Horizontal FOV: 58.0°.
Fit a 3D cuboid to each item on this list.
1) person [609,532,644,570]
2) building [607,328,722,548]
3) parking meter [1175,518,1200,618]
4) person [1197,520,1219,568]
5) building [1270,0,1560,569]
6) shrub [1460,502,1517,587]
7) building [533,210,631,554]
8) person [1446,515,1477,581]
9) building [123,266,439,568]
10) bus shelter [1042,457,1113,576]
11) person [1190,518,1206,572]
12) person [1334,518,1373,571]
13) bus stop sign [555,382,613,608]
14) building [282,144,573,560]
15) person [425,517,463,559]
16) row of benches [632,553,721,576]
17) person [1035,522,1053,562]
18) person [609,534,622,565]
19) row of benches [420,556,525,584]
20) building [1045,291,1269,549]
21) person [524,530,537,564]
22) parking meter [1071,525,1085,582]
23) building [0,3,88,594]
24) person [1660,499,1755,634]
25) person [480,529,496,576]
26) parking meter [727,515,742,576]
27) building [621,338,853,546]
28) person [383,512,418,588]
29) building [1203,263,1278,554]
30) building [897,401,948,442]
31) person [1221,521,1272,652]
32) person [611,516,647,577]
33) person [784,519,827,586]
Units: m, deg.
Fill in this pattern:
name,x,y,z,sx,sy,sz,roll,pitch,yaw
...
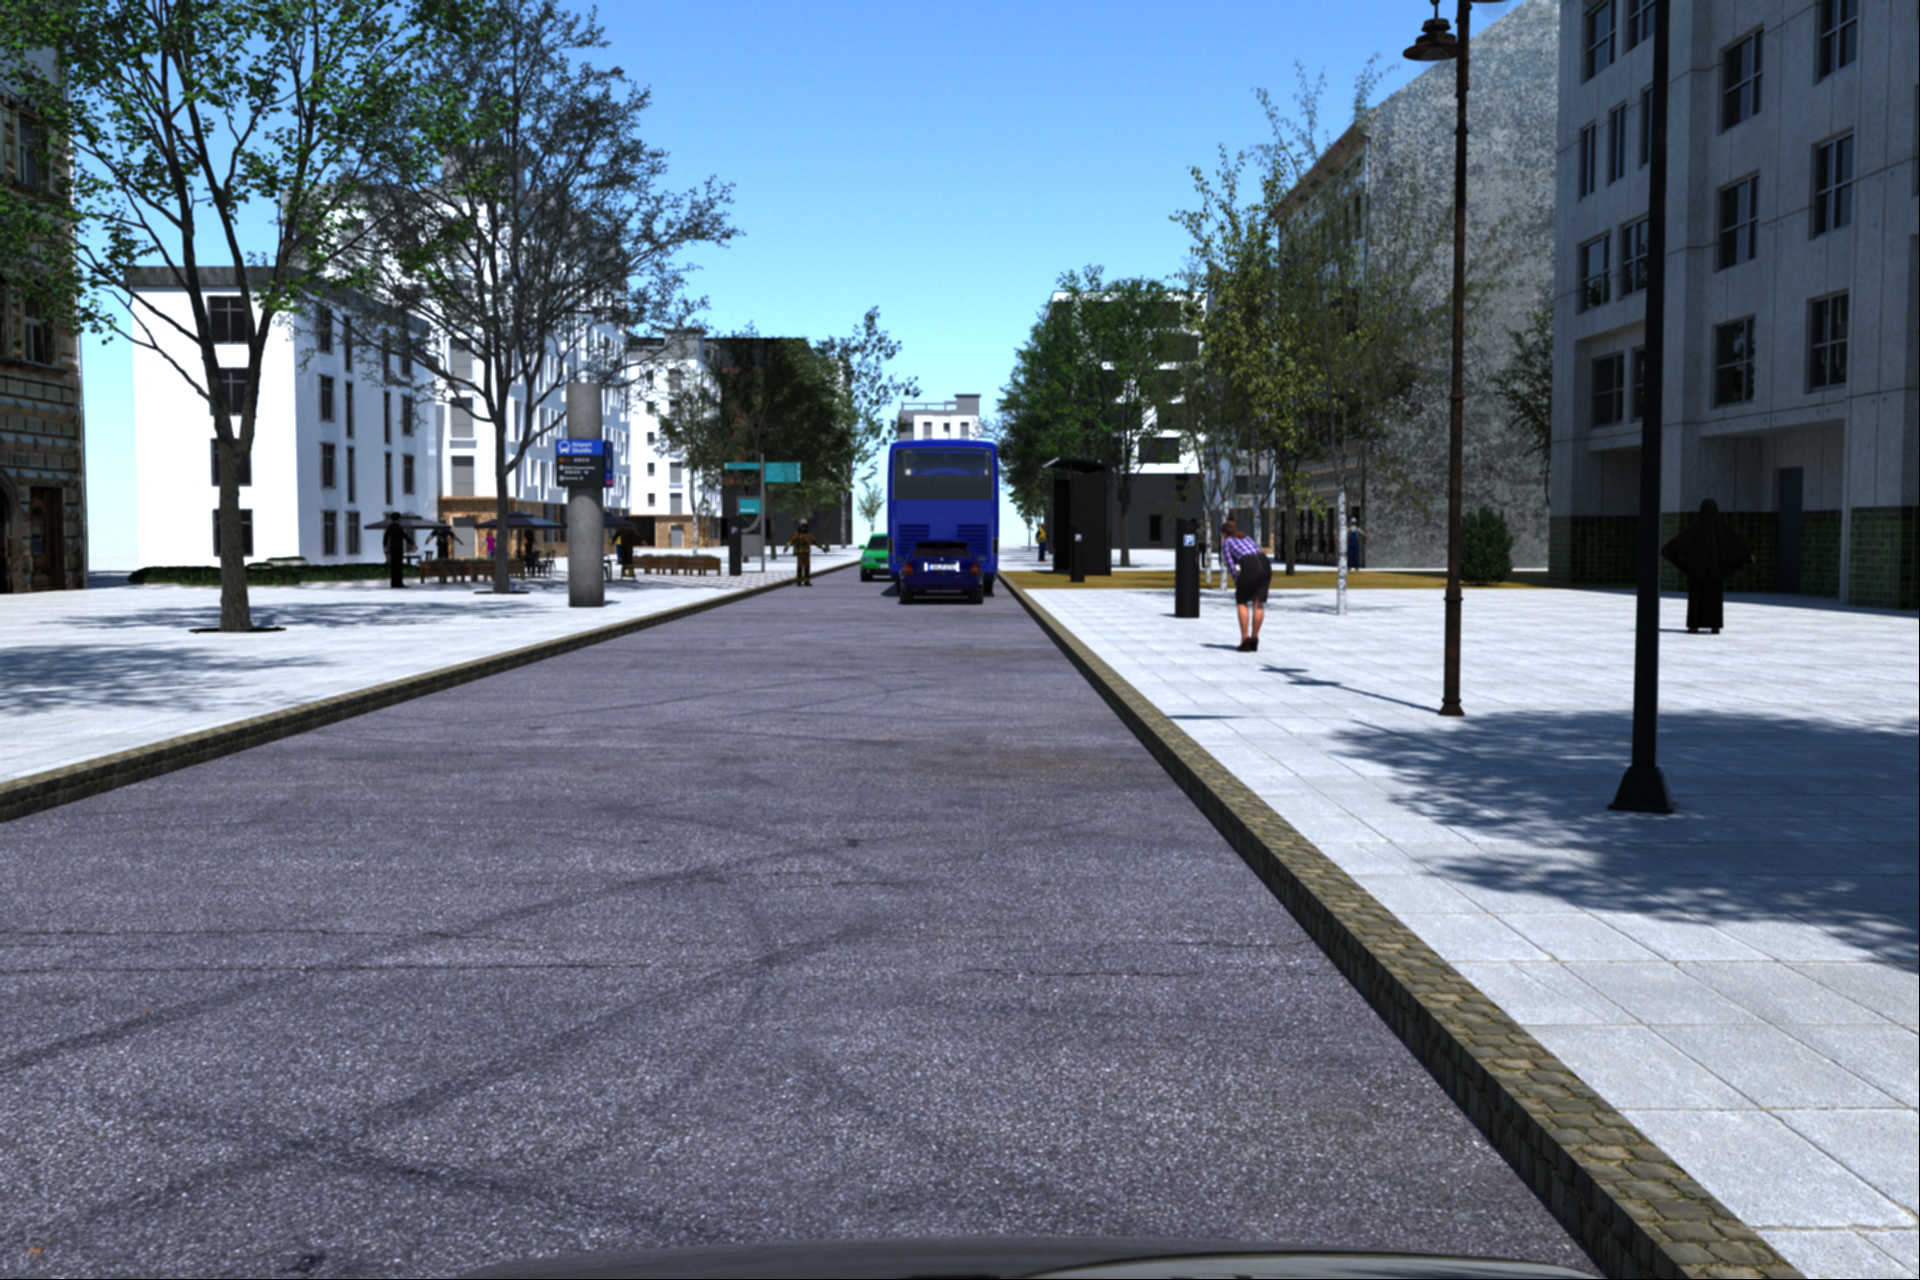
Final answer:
name,x,y,z,sx,sy,sz,roll,pitch,yaw
person,-11.843,-3.391,61.707,1.348,1.796,0.705,1,4,15
building,-28.897,-18.584,160.263,16.016,20.090,11.380,0,4,1
parking meter,3.489,-1.109,26.548,0.372,1.533,0.369,0,3,0
person,9.081,-3.614,65.224,1.348,1.813,0.705,2,4,27
building,24.219,-14.786,72.674,19.493,23.208,18.063,0,3,0
shrub,12.839,-2.356,42.558,1.661,2.075,1.752,0,3,0
building,-27.008,-15.043,102.373,16.016,20.090,11.380,0,4,1
person,13.984,-2.518,47.304,1.347,1.817,0.704,0,4,7
building,-25.436,-7.723,68.422,9.099,9.664,28.070,0,4,0
bus shelter,3.779,-3.963,56.082,1.731,3.624,6.357,0,4,-2
person,7.846,-3.172,58.046,0.705,1.806,1.347,-3,5,-41
person,13.746,-3.345,60.544,1.347,1.847,0.705,1,4,12
bus stop sign,-6.577,-2.531,30.400,0.837,3.901,0.837,0,4,-1
building,-26.878,-14.007,85.433,16.016,20.090,11.380,0,4,0
person,-17.547,-3.243,58.799,1.354,1.856,0.705,-3,5,-42
row of benches,-8.909,-2.378,54.336,1.422,0.672,4.104,-3,5,-45
person,3.771,-4.467,79.012,0.705,1.833,1.349,3,4,36
person,-14.296,-4.039,72.497,0.721,1.772,1.216,2,4,25
row of benches,-13.090,-1.898,46.490,1.422,0.672,4.104,1,4,18
building,21.777,-19.450,161.989,27.936,21.610,32.646,0,3,0
person,-16.828,-3.777,67.695,0.705,1.837,1.347,0,4,4
parking meter,3.133,-2.306,46.113,0.372,1.533,0.369,0,3,0
building,-29.450,-12.202,30.428,19.493,23.208,18.063,0,4,0
person,9.594,-0.949,22.301,1.214,1.737,0.721,1,4,9
person,-14.308,-2.674,52.990,0.599,1.433,0.991,2,4,34
parking meter,-6.957,-2.919,53.445,0.399,1.863,0.255,0,4,2
building,-26.932,-21.567,196.595,27.936,21.610,32.646,0,4,-1
person,-13.346,-2.137,41.122,1.347,1.806,0.705,3,4,39
building,22.419,-16.241,121.967,16.016,20.090,11.380,0,4,0
building,-8.285,-23.173,237.748,11.380,20.090,16.016,0,4,4
person,3.095,-0.592,18.950,0.421,1.427,0.697,-2,4,-29
person,-9.959,-2.800,51.917,1.346,1.812,0.704,2,4,29
person,-4.282,-2.401,47.478,1.354,1.858,0.705,-3,4,-36
